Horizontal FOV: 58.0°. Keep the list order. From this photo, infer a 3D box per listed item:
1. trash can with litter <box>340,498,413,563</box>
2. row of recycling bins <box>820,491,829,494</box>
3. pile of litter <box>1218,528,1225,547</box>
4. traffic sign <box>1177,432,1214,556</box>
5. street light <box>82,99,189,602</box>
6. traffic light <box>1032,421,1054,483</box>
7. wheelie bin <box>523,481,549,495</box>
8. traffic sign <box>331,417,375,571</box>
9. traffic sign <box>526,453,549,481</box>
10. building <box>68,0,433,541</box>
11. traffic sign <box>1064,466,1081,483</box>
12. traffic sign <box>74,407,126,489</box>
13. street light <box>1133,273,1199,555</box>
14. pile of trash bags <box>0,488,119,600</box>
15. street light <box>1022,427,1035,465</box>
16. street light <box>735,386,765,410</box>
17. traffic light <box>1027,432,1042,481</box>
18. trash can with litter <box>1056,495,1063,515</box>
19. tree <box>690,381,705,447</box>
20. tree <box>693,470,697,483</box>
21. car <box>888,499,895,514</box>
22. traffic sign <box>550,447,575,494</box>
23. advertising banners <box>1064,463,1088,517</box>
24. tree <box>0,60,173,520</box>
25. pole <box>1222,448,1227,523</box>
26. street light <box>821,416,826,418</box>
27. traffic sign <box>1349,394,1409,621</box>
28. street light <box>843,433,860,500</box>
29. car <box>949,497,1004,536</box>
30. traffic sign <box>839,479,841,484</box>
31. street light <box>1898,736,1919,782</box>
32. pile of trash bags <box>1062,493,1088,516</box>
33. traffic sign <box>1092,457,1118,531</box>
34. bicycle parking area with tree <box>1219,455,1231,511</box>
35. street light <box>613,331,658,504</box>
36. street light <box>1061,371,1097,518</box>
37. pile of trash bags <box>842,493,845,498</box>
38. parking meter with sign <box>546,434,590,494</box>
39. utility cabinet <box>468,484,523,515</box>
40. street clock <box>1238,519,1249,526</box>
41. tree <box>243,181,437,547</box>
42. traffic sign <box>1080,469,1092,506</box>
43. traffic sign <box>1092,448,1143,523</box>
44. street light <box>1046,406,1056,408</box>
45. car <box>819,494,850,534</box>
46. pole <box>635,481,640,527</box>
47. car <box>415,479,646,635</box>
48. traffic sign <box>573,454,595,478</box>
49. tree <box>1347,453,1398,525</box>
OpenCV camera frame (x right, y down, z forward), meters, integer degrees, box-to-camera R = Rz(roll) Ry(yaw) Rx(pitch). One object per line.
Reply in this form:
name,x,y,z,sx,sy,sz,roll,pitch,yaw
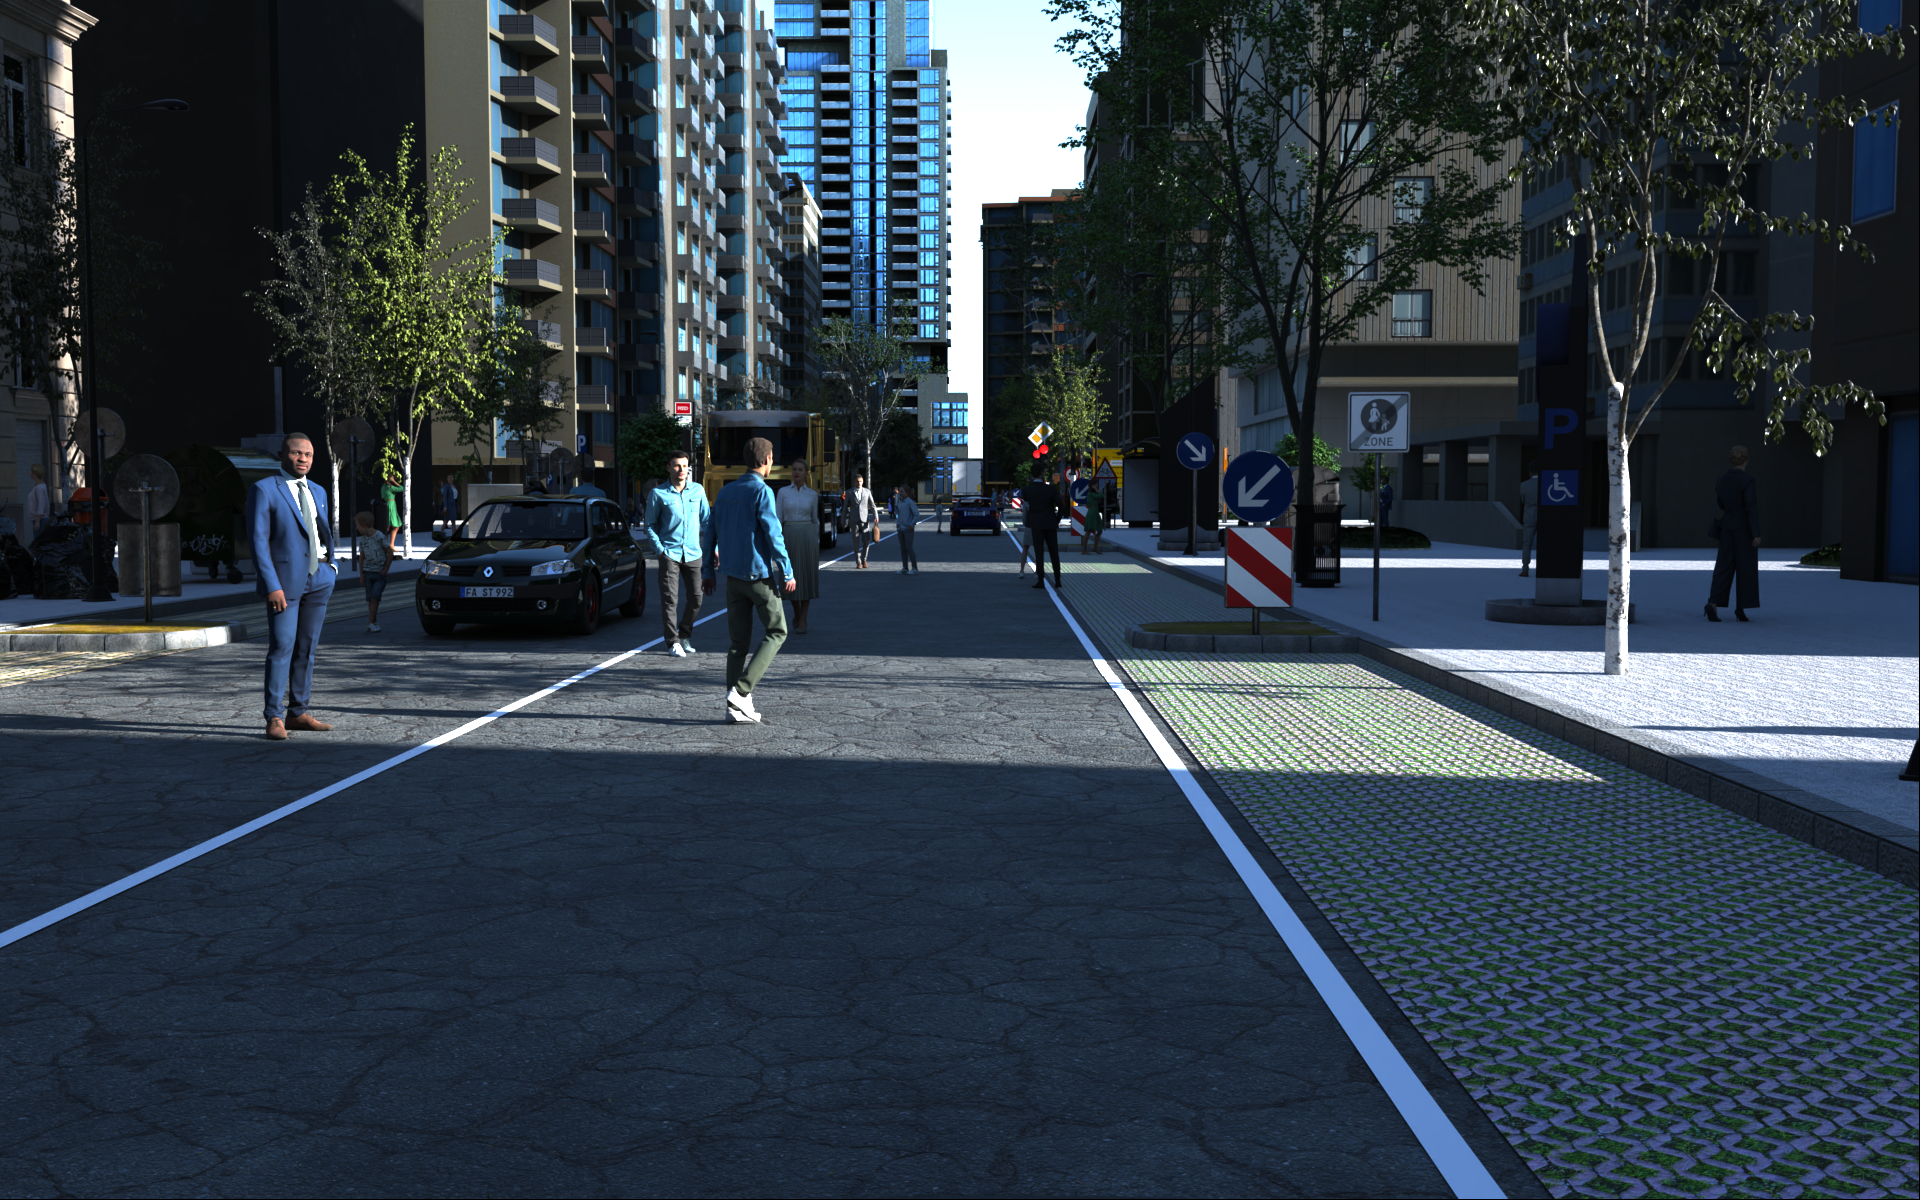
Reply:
trash can with litter,-11.394,-1.359,33.272,1.678,1.210,2.233,0,4,3
row of recycling bins,-9.324,-6.542,114.077,1.069,1.692,3.534,1,4,10
pile of litter,6.021,-1.730,42.249,1.719,0.858,1.176,1,4,15
traffic sign,4.849,-2.177,35.704,0.768,2.556,0.104,1,4,10
street light,-9.775,-2.936,20.553,1.470,5.913,1.316,0,4,1
traffic light,3.178,-4.731,66.279,0.839,4.253,0.868,0,4,1
wheelie bin,-10.332,-2.098,42.214,0.693,1.594,0.980,-3,5,-41
traffic sign,-10.065,-1.750,28.712,0.768,2.556,0.104,0,4,7
traffic sign,-10.489,-2.503,43.053,0.606,2.300,0.079,1,4,10
building,-25.989,-13.626,52.455,15.834,23.373,12.332,0,4,1
traffic sign,5.104,-4.812,78.784,0.768,2.556,0.104,1,4,9
traffic sign,-12.582,-1.544,25.343,0.768,2.556,0.104,0,4,2
street light,4.335,-3.911,36.485,1.470,5.913,1.316,0,4,1
pile of trash bags,-11.766,-0.773,22.389,1.912,1.369,3.447,0,4,-8
street light,5.228,-9.038,120.311,1.470,5.913,1.316,0,4,1
street light,-9.085,-6.235,74.490,1.470,5.913,1.316,0,4,1
traffic light,3.278,-5.220,74.263,0.839,4.253,0.868,0,4,1
trash can with litter,6.243,-5.858,106.829,1.678,1.210,2.233,-1,4,-9
tree,-14.405,-9.410,104.208,4.360,8.622,3.978,0,3,0
tree,-15.956,-6.971,108.580,1.663,3.219,1.824,0,3,0
car,-4.246,-7.001,124.059,1.945,1.707,3.694,0,4,-1
traffic sign,-10.873,-2.884,47.266,0.768,2.556,0.104,0,4,7
advertising banners,6.534,-6.193,97.437,0.090,3.025,2.074,-3,4,-36
tree,-15.168,-4.806,28.939,4.360,8.622,3.978,0,3,0
pole,11.628,-5.029,76.063,0.158,3.312,0.155,0,3,0
street light,-8.694,-8.000,103.333,1.470,5.913,1.316,0,4,1
traffic sign,4.201,-0.937,17.443,0.606,2.300,0.079,0,4,7
street light,-8.330,-9.764,132.177,1.470,5.913,1.316,0,4,1
car,0.568,-2.948,60.779,1.945,1.354,3.894,0,4,2
traffic sign,-9.533,-8.120,132.871,0.768,2.556,0.104,0,4,5
street light,3.857,-2.147,7.642,1.470,5.913,1.316,0,4,1
pile of trash bags,6.572,-5.604,101.379,1.912,1.369,3.447,1,4,17
traffic sign,5.072,-3.702,60.524,0.884,2.594,0.081,1,4,9
bicycle parking area with tree,22.155,-8.531,126.476,8.231,4.147,9.016,2,4,26
street light,-9.305,-4.706,49.484,1.470,5.913,1.316,0,4,1
street light,4.630,-5.701,65.757,1.470,5.913,1.316,0,4,1
pile of trash bags,-9.707,-7.252,128.317,1.912,1.369,3.447,2,4,34
parking meter with sign,-11.524,-3.272,49.759,0.543,3.016,1.738,3,5,44
utility cabinet,-10.241,-1.807,38.229,1.173,1.500,0.318,-1,4,-14
street clock,5.895,-1.924,36.027,0.358,2.002,0.471,2,4,34
tree,-14.926,-5.599,41.905,4.360,8.622,3.978,0,3,0
traffic sign,6.365,-5.384,88.139,0.768,2.556,0.104,0,4,4
traffic sign,6.950,-5.053,76.484,2.265,3.308,0.079,1,4,9
street light,5.050,-7.258,91.206,1.470,5.913,1.316,0,4,1
car,-5.039,-3.326,64.161,2.009,1.686,4.222,0,4,1
pole,-12.478,-4.475,67.013,0.158,3.312,0.155,0,3,0
car,-4.576,-0.554,18.849,2.009,1.686,4.222,0,4,1
traffic sign,-11.803,-3.312,54.254,0.768,2.556,0.104,0,4,6
tree,15.102,-4.233,63.814,1.663,3.219,1.824,0,3,0
